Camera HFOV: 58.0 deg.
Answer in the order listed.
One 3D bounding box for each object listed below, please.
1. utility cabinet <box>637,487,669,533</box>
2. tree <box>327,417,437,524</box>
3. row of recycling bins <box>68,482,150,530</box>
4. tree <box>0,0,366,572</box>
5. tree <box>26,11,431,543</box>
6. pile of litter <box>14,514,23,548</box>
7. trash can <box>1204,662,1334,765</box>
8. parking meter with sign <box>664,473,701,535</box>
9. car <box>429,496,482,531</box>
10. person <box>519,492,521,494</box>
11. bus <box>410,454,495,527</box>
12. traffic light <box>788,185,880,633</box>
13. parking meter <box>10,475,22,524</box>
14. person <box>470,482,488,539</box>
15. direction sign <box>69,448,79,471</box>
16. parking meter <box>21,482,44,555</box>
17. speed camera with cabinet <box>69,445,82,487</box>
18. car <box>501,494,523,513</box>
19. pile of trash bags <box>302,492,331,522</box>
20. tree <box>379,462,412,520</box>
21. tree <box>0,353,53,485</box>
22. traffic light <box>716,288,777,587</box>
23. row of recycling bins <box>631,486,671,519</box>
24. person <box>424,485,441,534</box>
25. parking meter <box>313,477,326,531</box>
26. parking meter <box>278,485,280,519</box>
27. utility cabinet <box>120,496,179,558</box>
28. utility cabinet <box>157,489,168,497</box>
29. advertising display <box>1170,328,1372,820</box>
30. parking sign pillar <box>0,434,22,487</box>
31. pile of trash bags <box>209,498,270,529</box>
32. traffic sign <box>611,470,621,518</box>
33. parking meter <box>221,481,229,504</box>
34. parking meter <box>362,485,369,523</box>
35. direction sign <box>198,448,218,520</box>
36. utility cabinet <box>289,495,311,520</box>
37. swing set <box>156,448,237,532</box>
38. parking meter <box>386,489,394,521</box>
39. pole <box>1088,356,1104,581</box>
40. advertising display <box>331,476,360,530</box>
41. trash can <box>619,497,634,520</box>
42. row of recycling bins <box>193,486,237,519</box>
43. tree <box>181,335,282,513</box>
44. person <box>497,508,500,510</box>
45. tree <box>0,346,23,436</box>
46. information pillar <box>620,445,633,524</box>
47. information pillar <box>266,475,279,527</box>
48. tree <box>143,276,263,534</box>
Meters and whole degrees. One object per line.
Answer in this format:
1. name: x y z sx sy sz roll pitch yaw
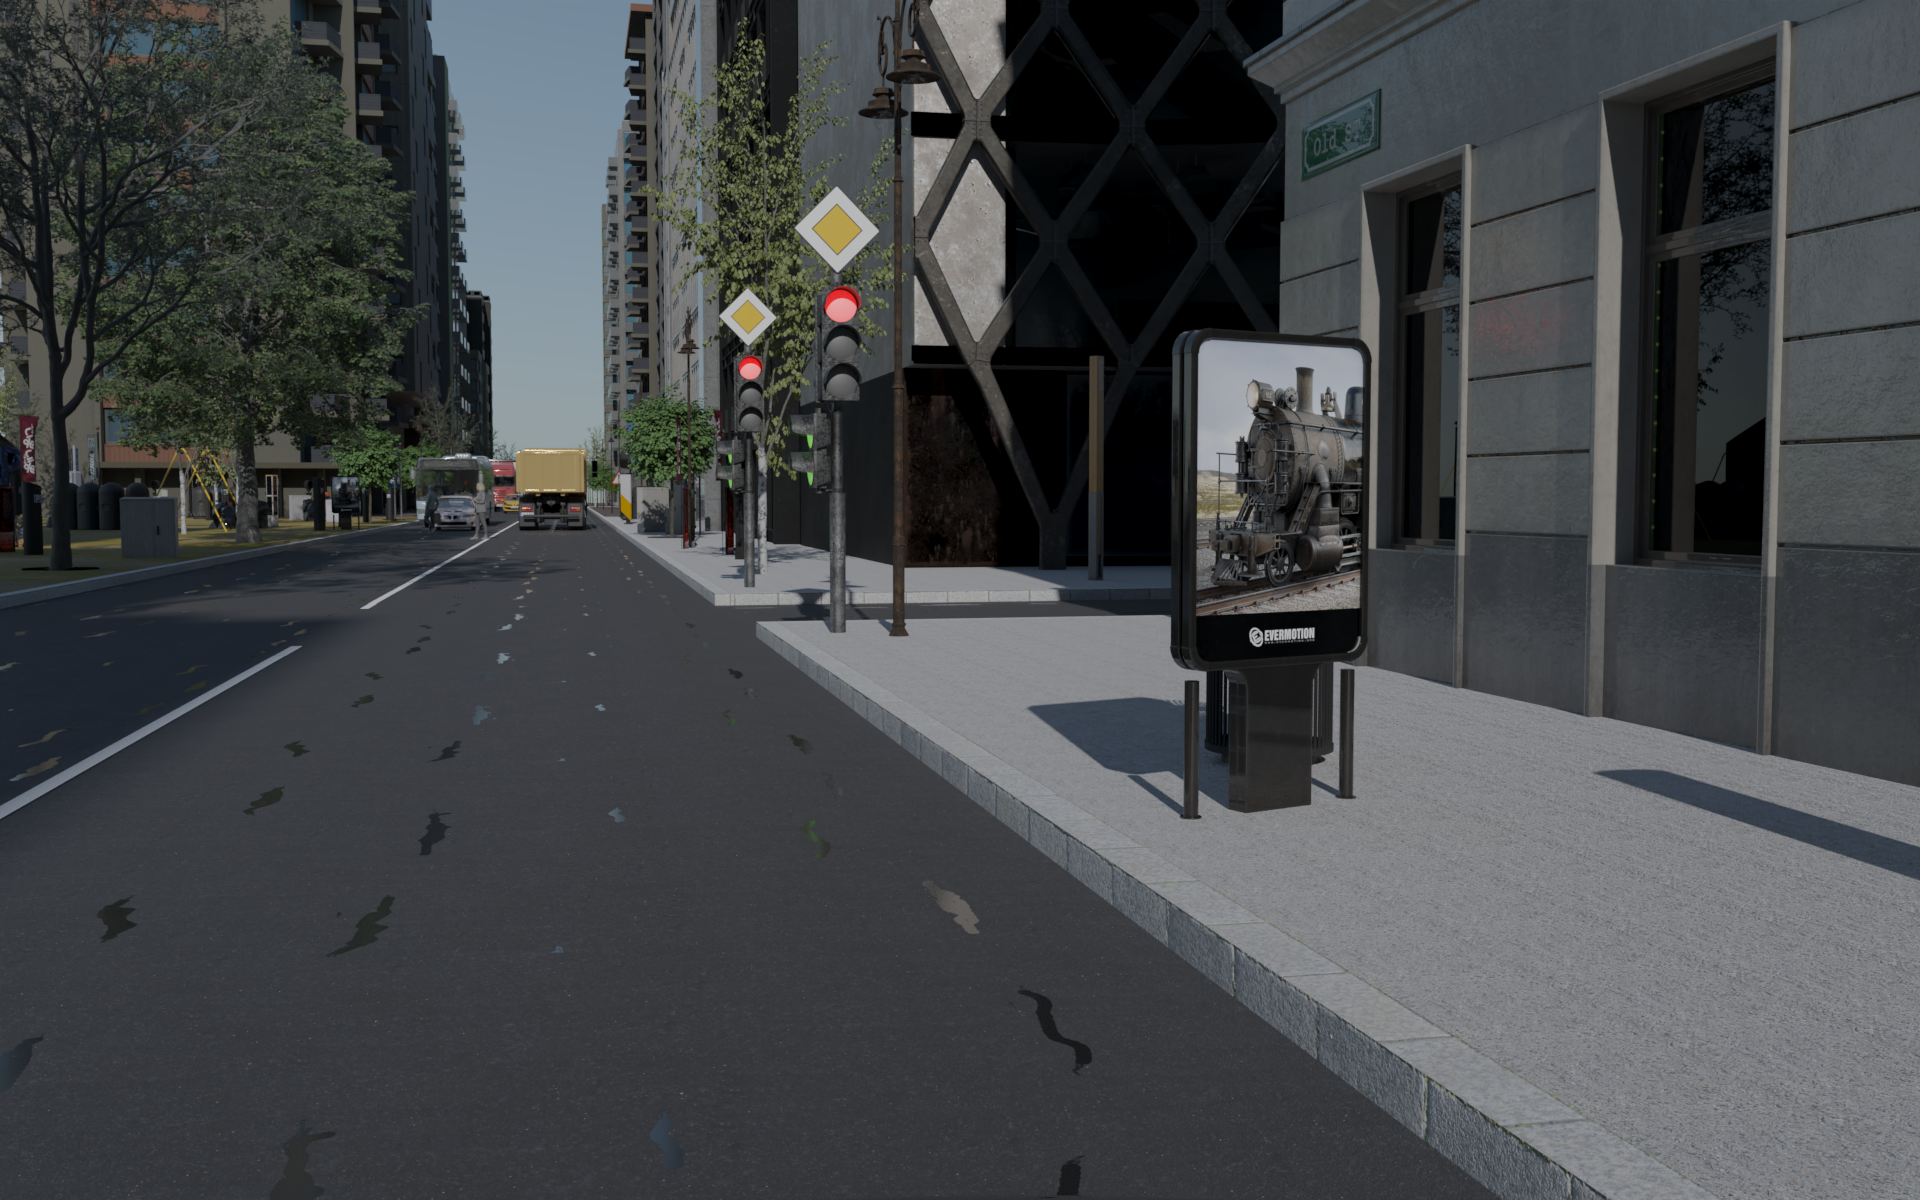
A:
1. utility cabinet: -10.133 -2.969 57.224 0.318 1.500 1.173 2 4 35
2. tree: -25.422 -5.539 74.280 4.285 4.588 4.351 0 3 0
3. row of recycling bins: -30.585 -3.346 61.825 3.534 1.692 1.069 1 4 10
4. tree: -15.024 -7.247 28.863 12.009 13.543 11.850 0 3 0
5. tree: -18.961 -8.490 45.460 9.857 13.997 8.962 0 3 0
6. pile of litter: -22.894 -1.704 41.824 1.176 0.858 1.719 0 4 0
7. trash can: 1.482 0.206 8.284 0.748 1.137 0.748 0 3 0
8. parking meter with sign: -8.753 -3.589 54.938 0.543 3.016 1.738 -3 5 -45
9. car: -20.107 -3.469 69.084 2.083 1.381 4.827 -1 4 -13
10. person: -56.898 -13.163 223.845 1.348 1.807 0.705 1 4 18
11. bus: -22.832 -5.127 78.678 2.948 3.499 13.247 -1 4 -12
12. traffic light: -1.150 -1.653 15.946 0.839 4.253 0.868 -1 4 -13
13. parking meter: -29.345 -2.953 53.992 0.255 1.863 0.399 1 4 17
14. person: -15.218 -2.822 54.831 0.526 1.800 0.537 -2 4 -28
15. direction sign: -44.175 -5.752 86.046 0.876 3.537 0.379 1 4 9
16. parking meter: -19.531 -1.716 36.470 0.372 1.533 0.369 0 3 0
17. speed camera with cabinet: -36.027 -4.693 71.060 0.660 3.252 2.038 1 4 8
18. car: -33.281 -7.298 129.539 2.015 1.641 3.980 -1 4 -13
19. pile of trash bags: -30.145 -4.423 82.066 1.912 1.369 3.447 -1 4 -18
20. tree: -28.051 -5.570 85.668 1.663 3.219 1.824 0 3 0
21. tree: -47.726 -8.347 86.835 4.360 8.622 3.978 0 3 0
22. traffic light: -2.916 -2.129 23.734 0.839 4.253 0.868 -1 4 -13
23. row of recycling bins: -15.658 -4.921 87.567 1.069 1.692 3.534 -2 4 -35
24. person: -19.120 -3.297 62.888 0.515 1.767 0.782 1 4 16
25. parking meter: -22.442 -3.362 60.676 0.255 1.863 0.399 1 4 14
26. parking meter: -35.743 -5.180 90.410 0.255 1.863 0.399 3 5 39
27. utility cabinet: -16.289 -1.446 34.808 1.020 1.237 0.306 -1 4 -10
28. utility cabinet: -37.781 -4.489 82.077 0.318 1.500 1.173 -2 4 -34
29. advertising display: 1.270 -0.111 7.032 0.974 1.923 0.123 -2 4 -32
30. parking sign pillar: -38.860 -5.033 70.761 1.447 3.967 1.447 1 4 18
31. pile of trash bags: -26.546 -3.322 64.073 1.912 1.369 3.447 -2 4 -33
32. traffic sign: -18.644 -5.794 94.740 0.884 2.594 0.081 0 4 -5
33. parking meter: -33.544 -4.486 79.061 0.255 1.863 0.399 -2 4 -33
34. parking meter: -26.791 -4.433 78.188 0.255 1.863 0.399 -3 5 -41
35. direction sign: -36.700 -5.664 84.606 0.876 3.537 0.379 -1 4 -8
36. utility cabinet: -32.516 -4.539 85.377 0.306 1.237 1.020 3 5 40
37. swing set: -26.567 -3.832 60.270 2.862 2.851 3.119 0 4 -7
38. parking meter: -27.627 -4.618 83.912 0.372 1.533 0.369 0 3 0
39. pole: 2.021 -1.947 25.676 0.158 3.312 0.155 0 3 0
40. advertising display: -22.025 -3.480 62.112 0.974 1.923 0.123 -1 4 -13
41. trash can: -16.258 -4.458 84.547 0.748 1.137 0.748 0 3 0
42. row of recycling bins: -38.460 -5.057 89.795 1.069 1.692 3.534 1 4 14
43. tree: -30.157 -7.447 72.122 4.737 8.622 4.395 0 3 0
44. person: -42.591 -9.241 159.675 0.705 1.814 1.350 0 3 0
45. tree: -43.979 -7.662 75.631 4.737 8.622 4.395 0 3 0
46. information pillar: -14.168 -5.024 73.504 0.504 3.616 0.183 1 4 22
47. information pillar: -26.522 -3.810 66.785 0.304 2.012 0.304 1 4 17
48. tree: -24.657 -6.419 55.310 4.360 8.622 3.978 0 3 0
